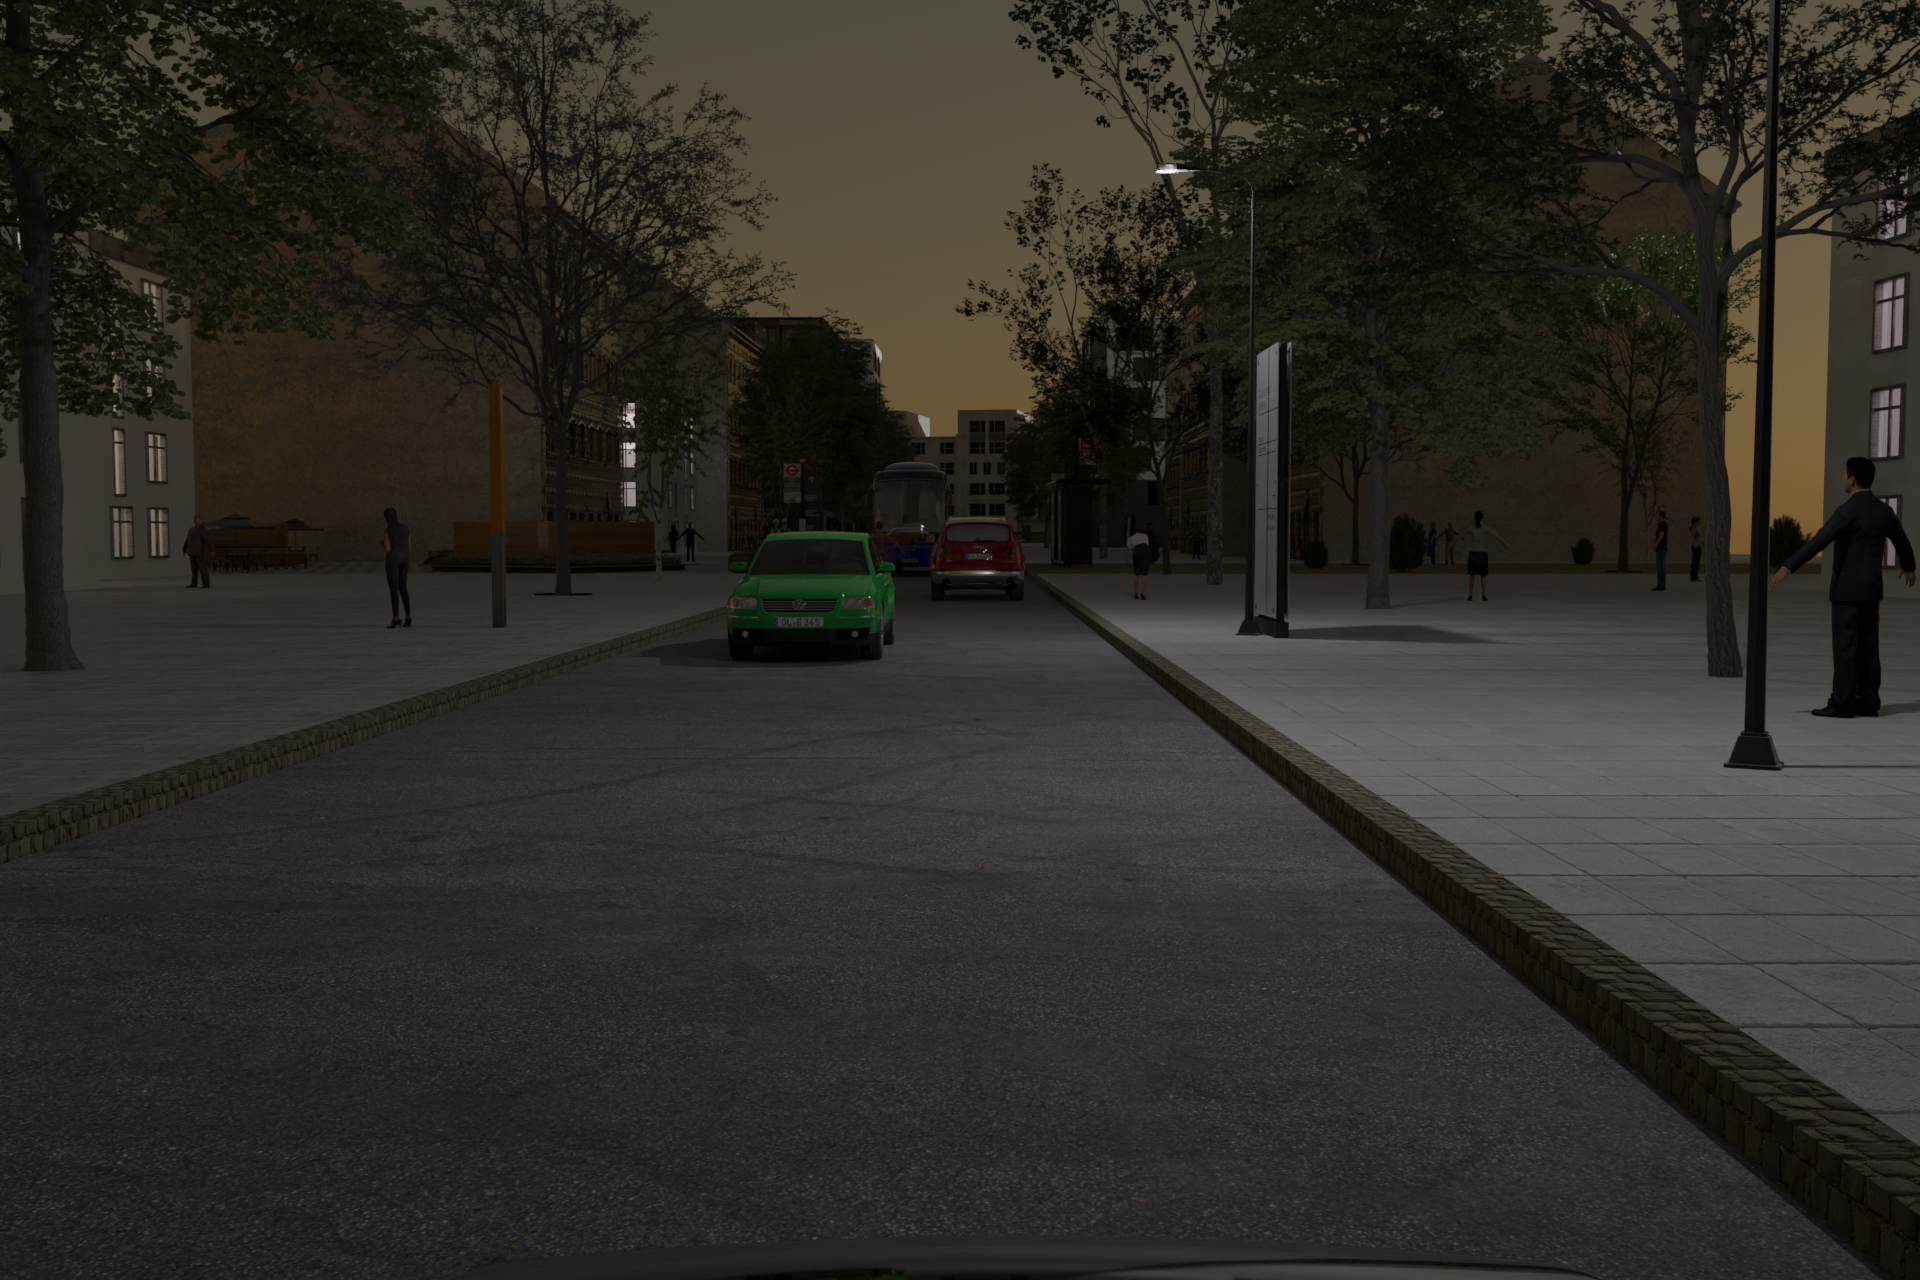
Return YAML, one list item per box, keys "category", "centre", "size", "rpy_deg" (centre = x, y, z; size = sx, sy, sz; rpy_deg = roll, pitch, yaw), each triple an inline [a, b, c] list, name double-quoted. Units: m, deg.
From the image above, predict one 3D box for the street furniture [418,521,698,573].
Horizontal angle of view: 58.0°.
- category: "street furniture"
  centre: [-14.121, -3.207, 59.286]
  size: [11.010, 1.723, 9.812]
  rpy_deg: [2, 4, 31]

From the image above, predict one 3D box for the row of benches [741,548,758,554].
- category: "row of benches"
  centre: [-7.813, -3.551, 73.529]
  size: [1.422, 0.672, 4.104]
  rpy_deg: [-3, 5, -44]

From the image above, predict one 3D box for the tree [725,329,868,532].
- category: "tree"
  centre: [-8.198, -9.886, 87.386]
  size: [9.928, 11.665, 9.643]
  rpy_deg: [0, 3, 0]

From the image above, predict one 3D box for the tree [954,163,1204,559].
- category: "tree"
  centre: [6.478, -14.257, 88.993]
  size: [12.611, 20.169, 13.585]
  rpy_deg: [0, 3, 0]

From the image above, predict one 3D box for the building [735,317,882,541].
- category: "building"
  centre: [-23.071, -20.530, 179.632]
  size: [27.936, 21.610, 32.646]
  rpy_deg: [0, 4, 1]

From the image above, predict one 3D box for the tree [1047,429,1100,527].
- category: "tree"
  centre: [7.683, -10.219, 117.448]
  size: [4.737, 8.622, 4.395]
  rpy_deg: [0, 3, 0]

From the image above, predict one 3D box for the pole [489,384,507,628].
- category: "pole"
  centre: [-6.325, -1.826, 23.694]
  size: [0.158, 3.312, 0.155]
  rpy_deg: [0, 3, 0]

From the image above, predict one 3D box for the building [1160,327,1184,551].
- category: "building"
  centre: [25.913, -18.393, 131.650]
  size: [19.493, 23.208, 18.063]
  rpy_deg: [0, 4, 0]

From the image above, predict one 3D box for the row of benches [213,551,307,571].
- category: "row of benches"
  centre: [-25.004, -2.856, 62.162]
  size: [1.422, 0.672, 4.104]
  rpy_deg: [1, 4, 21]

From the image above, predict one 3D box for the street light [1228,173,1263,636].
- category: "street light"
  centre: [4.215, -3.013, 21.807]
  size: [1.470, 5.913, 1.316]
  rpy_deg: [0, 4, 0]

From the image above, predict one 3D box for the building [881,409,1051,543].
- category: "building"
  centre: [1.139, -23.493, 253.026]
  size: [31.486, 18.905, 16.747]
  rpy_deg: [1, 4, 10]

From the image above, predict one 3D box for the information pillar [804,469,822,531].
- category: "information pillar"
  centre: [-5.893, -4.898, 69.464]
  size: [0.750, 3.857, 0.750]
  rpy_deg: [0, 4, 2]

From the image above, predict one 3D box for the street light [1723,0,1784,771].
- category: "street light"
  centre: [4.922, -2.252, 9.363]
  size: [1.470, 5.913, 1.316]
  rpy_deg: [0, 4, 1]

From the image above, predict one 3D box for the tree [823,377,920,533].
- category: "tree"
  centre: [-7.902, -13.794, 135.904]
  size: [12.009, 13.543, 11.850]
  rpy_deg: [0, 3, 0]

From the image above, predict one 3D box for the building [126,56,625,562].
- category: "building"
  centre: [-27.984, -15.644, 86.710]
  size: [19.493, 23.208, 18.063]
  rpy_deg: [0, 4, 0]

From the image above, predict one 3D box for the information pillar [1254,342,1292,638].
- category: "information pillar"
  centre: [3.971, -1.878, 22.018]
  size: [0.184, 3.620, 1.656]
  rpy_deg: [0, 4, 1]

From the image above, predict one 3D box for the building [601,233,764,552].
- category: "building"
  centre: [-25.901, -18.599, 135.016]
  size: [19.493, 23.208, 18.063]
  rpy_deg: [0, 4, 1]

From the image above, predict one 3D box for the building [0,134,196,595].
- category: "building"
  centre: [-24.555, -6.000, 40.254]
  size: [9.099, 9.664, 28.070]
  rpy_deg: [0, 4, 0]

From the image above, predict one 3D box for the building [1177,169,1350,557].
- category: "building"
  centre: [23.989, -16.868, 106.727]
  size: [19.493, 23.208, 18.063]
  rpy_deg: [0, 4, 1]

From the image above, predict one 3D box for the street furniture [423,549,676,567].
- category: "street furniture"
  centre: [-16.239, -3.336, 70.171]
  size: [10.072, 0.657, 5.734]
  rpy_deg: [0, 4, 1]

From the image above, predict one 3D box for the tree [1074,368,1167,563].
- category: "tree"
  centre: [7.570, -7.731, 76.767]
  size: [4.360, 8.622, 3.978]
  rpy_deg: [0, 3, 0]

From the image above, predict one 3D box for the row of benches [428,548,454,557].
- category: "row of benches"
  centre: [-21.125, -3.647, 75.095]
  size: [1.422, 0.672, 4.104]
  rpy_deg: [3, 4, 38]

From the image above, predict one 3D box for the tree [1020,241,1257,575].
- category: "tree"
  centre: [6.414, -7.375, 55.000]
  size: [8.767, 10.594, 7.601]
  rpy_deg: [-2, 4, -35]

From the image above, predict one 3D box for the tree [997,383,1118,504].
- category: "tree"
  centre: [7.891, -13.879, 137.286]
  size: [12.009, 13.543, 11.850]
  rpy_deg: [0, 3, 0]

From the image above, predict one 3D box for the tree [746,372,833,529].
- category: "tree"
  centre: [-7.965, -7.897, 79.484]
  size: [4.737, 8.622, 4.395]
  rpy_deg: [0, 3, 0]

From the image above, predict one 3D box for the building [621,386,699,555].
- category: "building"
  centre: [-21.426, -10.399, 112.173]
  size: [9.099, 9.664, 28.070]
  rpy_deg: [0, 4, 0]

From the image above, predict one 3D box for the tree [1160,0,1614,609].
- category: "tree"
  centre: [6.889, -6.827, 29.741]
  size: [7.486, 12.596, 7.792]
  rpy_deg: [0, 3, 0]

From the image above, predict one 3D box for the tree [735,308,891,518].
- category: "tree"
  centre: [-8.653, -11.761, 98.945]
  size: [9.857, 13.997, 8.962]
  rpy_deg: [0, 3, 0]

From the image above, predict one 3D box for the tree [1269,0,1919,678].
- category: "tree"
  centre: [6.624, -4.960, 15.502]
  size: [7.601, 10.594, 8.767]
  rpy_deg: [2, 4, 35]

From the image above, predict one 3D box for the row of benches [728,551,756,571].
- category: "row of benches"
  centre: [-7.711, -2.808, 61.370]
  size: [1.422, 0.672, 4.104]
  rpy_deg: [0, 4, -2]

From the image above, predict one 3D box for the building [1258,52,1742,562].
- category: "building"
  centre: [26.046, -15.753, 88.486]
  size: [19.493, 23.208, 18.063]
  rpy_deg: [0, 4, 1]

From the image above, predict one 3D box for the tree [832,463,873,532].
- category: "tree"
  centre: [-7.535, -10.662, 124.681]
  size: [4.360, 8.622, 3.978]
  rpy_deg: [0, 3, 0]

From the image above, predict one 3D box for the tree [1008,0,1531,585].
- category: "tree"
  centre: [7.717, -11.417, 42.561]
  size: [12.611, 20.169, 13.585]
  rpy_deg: [0, 3, 0]

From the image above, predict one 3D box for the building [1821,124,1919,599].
- category: "building"
  centre: [23.316, -5.014, 24.127]
  size: [9.099, 9.664, 28.070]
  rpy_deg: [0, 4, 1]

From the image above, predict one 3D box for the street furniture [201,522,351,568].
- category: "street furniture"
  centre: [-30.571, -3.822, 69.338]
  size: [11.010, 1.723, 9.812]
  rpy_deg: [-2, 4, -25]

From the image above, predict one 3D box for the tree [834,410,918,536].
- category: "tree"
  centre: [-8.145, -15.208, 155.310]
  size: [9.857, 13.997, 8.962]
  rpy_deg: [0, 3, 0]

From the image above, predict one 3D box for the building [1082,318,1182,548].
- category: "building"
  centre: [26.413, -20.554, 180.035]
  size: [27.936, 21.610, 32.646]
  rpy_deg: [0, 4, 1]

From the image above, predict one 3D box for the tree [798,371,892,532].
- category: "tree"
  centre: [-8.071, -12.088, 115.764]
  size: [7.486, 12.596, 7.792]
  rpy_deg: [0, 3, 0]
